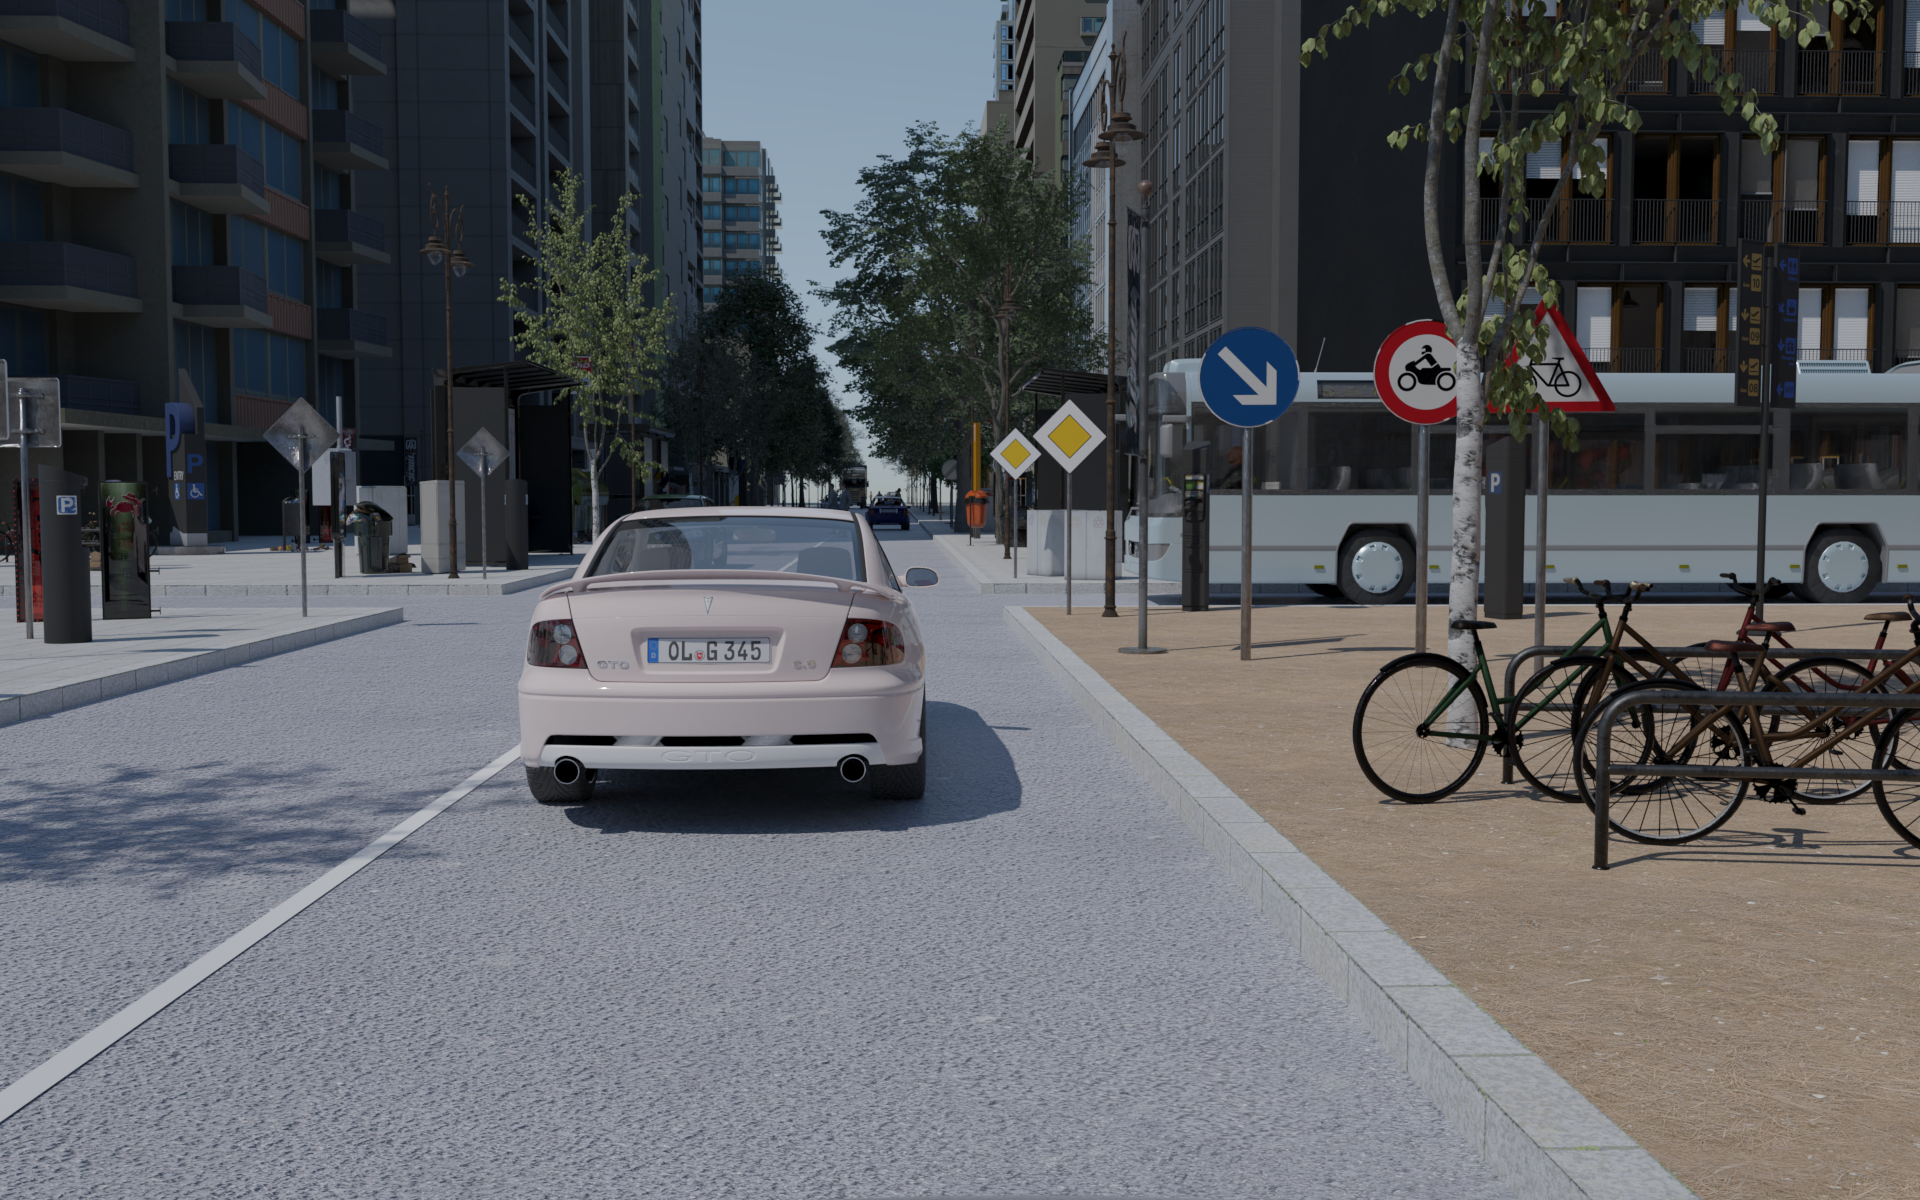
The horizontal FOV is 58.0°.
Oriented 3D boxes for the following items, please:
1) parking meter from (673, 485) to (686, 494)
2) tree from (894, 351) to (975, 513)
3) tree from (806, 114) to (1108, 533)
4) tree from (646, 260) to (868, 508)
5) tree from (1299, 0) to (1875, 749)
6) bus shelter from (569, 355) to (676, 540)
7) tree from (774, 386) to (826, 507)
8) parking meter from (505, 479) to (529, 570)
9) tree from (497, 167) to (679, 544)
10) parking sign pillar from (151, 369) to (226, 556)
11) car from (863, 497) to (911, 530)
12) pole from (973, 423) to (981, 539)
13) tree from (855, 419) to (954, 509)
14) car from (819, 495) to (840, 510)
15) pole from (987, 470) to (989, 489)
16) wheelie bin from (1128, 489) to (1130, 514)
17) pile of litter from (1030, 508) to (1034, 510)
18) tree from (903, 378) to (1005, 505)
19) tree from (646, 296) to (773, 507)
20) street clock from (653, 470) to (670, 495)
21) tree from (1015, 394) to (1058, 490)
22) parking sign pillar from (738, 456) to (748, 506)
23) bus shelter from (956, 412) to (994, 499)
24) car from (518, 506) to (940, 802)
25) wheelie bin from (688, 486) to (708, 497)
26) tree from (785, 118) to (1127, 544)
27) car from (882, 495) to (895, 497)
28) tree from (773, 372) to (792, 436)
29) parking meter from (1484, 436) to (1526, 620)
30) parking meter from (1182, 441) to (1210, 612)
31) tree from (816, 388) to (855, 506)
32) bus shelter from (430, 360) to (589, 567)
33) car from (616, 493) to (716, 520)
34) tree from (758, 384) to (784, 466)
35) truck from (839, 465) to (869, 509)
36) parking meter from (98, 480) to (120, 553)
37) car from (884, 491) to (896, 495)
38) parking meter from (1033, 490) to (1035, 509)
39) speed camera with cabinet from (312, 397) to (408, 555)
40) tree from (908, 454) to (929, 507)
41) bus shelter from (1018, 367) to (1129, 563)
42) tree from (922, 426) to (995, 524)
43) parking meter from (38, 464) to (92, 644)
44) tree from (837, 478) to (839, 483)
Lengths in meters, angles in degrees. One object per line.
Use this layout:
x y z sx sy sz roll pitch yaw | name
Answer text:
-8.112 -2.551 50.113 0.372 1.533 0.369 0 3 0 | parking meter
-1.770 -11.649 116.215 9.928 11.665 9.643 0 3 0 | tree
0.007 -9.230 57.567 9.857 13.997 8.962 0 3 0 | tree
-10.168 -10.268 84.885 9.611 12.733 9.660 0 3 0 | tree
2.789 -3.556 8.509 4.737 8.622 4.395 0 3 0 | tree
-10.321 -4.601 52.864 2.179 5.291 8.768 0 4 -2 | bus shelter
-10.684 -9.586 107.097 4.737 8.622 4.395 0 3 0 | tree
-7.503 -1.278 29.307 0.372 1.533 0.369 0 3 0 | parking meter
-8.286 -5.431 39.156 4.737 8.622 4.395 0 3 0 | tree
-16.401 -2.951 36.716 1.447 3.967 1.447 -3 4 -39 | parking sign pillar
-2.939 -3.502 69.843 1.945 1.354 3.894 0 4 -4 | car
0.489 -3.417 49.717 0.158 3.312 0.155 0 3 0 | pole
-2.594 -14.734 151.271 12.009 13.543 11.850 0 3 0 | tree
-8.939 -6.772 122.729 2.014 1.417 4.499 0 4 -1 | car
1.487 -6.132 94.104 0.158 3.312 0.155 0 3 0 | pole
6.729 -3.914 71.894 0.980 1.594 0.693 -3 4 -37 | wheelie bin
2.408 -2.508 54.965 1.176 0.858 1.719 -2 4 -34 | pile of litter
-0.251 -8.511 89.510 4.360 8.622 3.978 0 3 0 | tree
-9.901 -6.983 64.534 4.360 8.622 3.978 0 3 0 | tree
-8.806 -2.849 51.152 0.471 2.002 0.358 0 4 -7 | street clock
3.964 -9.025 97.929 4.360 8.622 3.978 0 3 0 | tree
-12.136 -6.614 96.610 1.447 3.967 1.447 0 4 -1 | parking sign pillar
0.718 -6.413 82.479 2.179 5.291 8.768 0 4 -2 | bus shelter
-1.136 0.177 9.474 2.083 1.381 4.827 0 4 -2 | car
-10.513 -3.755 69.304 0.980 1.594 0.693 0 4 -3 | wheelie bin
0.734 -6.707 44.066 7.601 10.594 8.767 -2 4 -27 | tree
-5.640 -7.701 138.499 1.945 1.354 3.894 0 4 -3 | car
-9.297 -7.406 71.448 4.360 8.622 3.978 0 3 0 | tree
5.602 -0.741 17.820 0.255 1.863 0.399 -1 4 -16 | parking meter
2.590 -0.813 19.005 0.255 1.863 0.399 1 4 16 | parking meter
-15.242 -17.255 192.494 12.009 13.543 11.850 0 3 0 | tree
-8.534 -2.574 33.371 1.731 3.624 6.357 0 4 -2 | bus shelter
-5.469 -1.423 33.057 2.009 1.686 4.222 0 4 -1 | car
-12.534 -11.998 130.584 8.767 10.594 7.601 0 4 2 | tree
-10.304 -11.023 169.140 2.839 4.237 11.283 0 4 -3 | truck
-14.934 -1.349 30.469 0.372 1.533 0.369 0 3 0 | parking meter
-9.611 -14.517 246.022 2.281 1.827 5.304 0 4 -3 | car
3.731 -4.617 83.896 0.372 1.533 0.369 0 3 0 | parking meter
-12.445 -2.545 35.939 0.660 3.252 2.038 2 4 28 | speed camera with cabinet
-3.348 -13.589 172.547 4.737 8.622 4.395 0 3 0 | tree
2.261 -2.688 35.230 1.731 3.624 6.357 0 4 -2 | bus shelter
0.072 -5.586 75.046 4.285 4.588 4.351 0 3 0 | tree
-7.717 -0.400 14.943 0.372 1.533 0.369 0 3 0 | parking meter
-16.297 -17.733 240.288 4.360 8.622 3.978 0 3 0 | tree
